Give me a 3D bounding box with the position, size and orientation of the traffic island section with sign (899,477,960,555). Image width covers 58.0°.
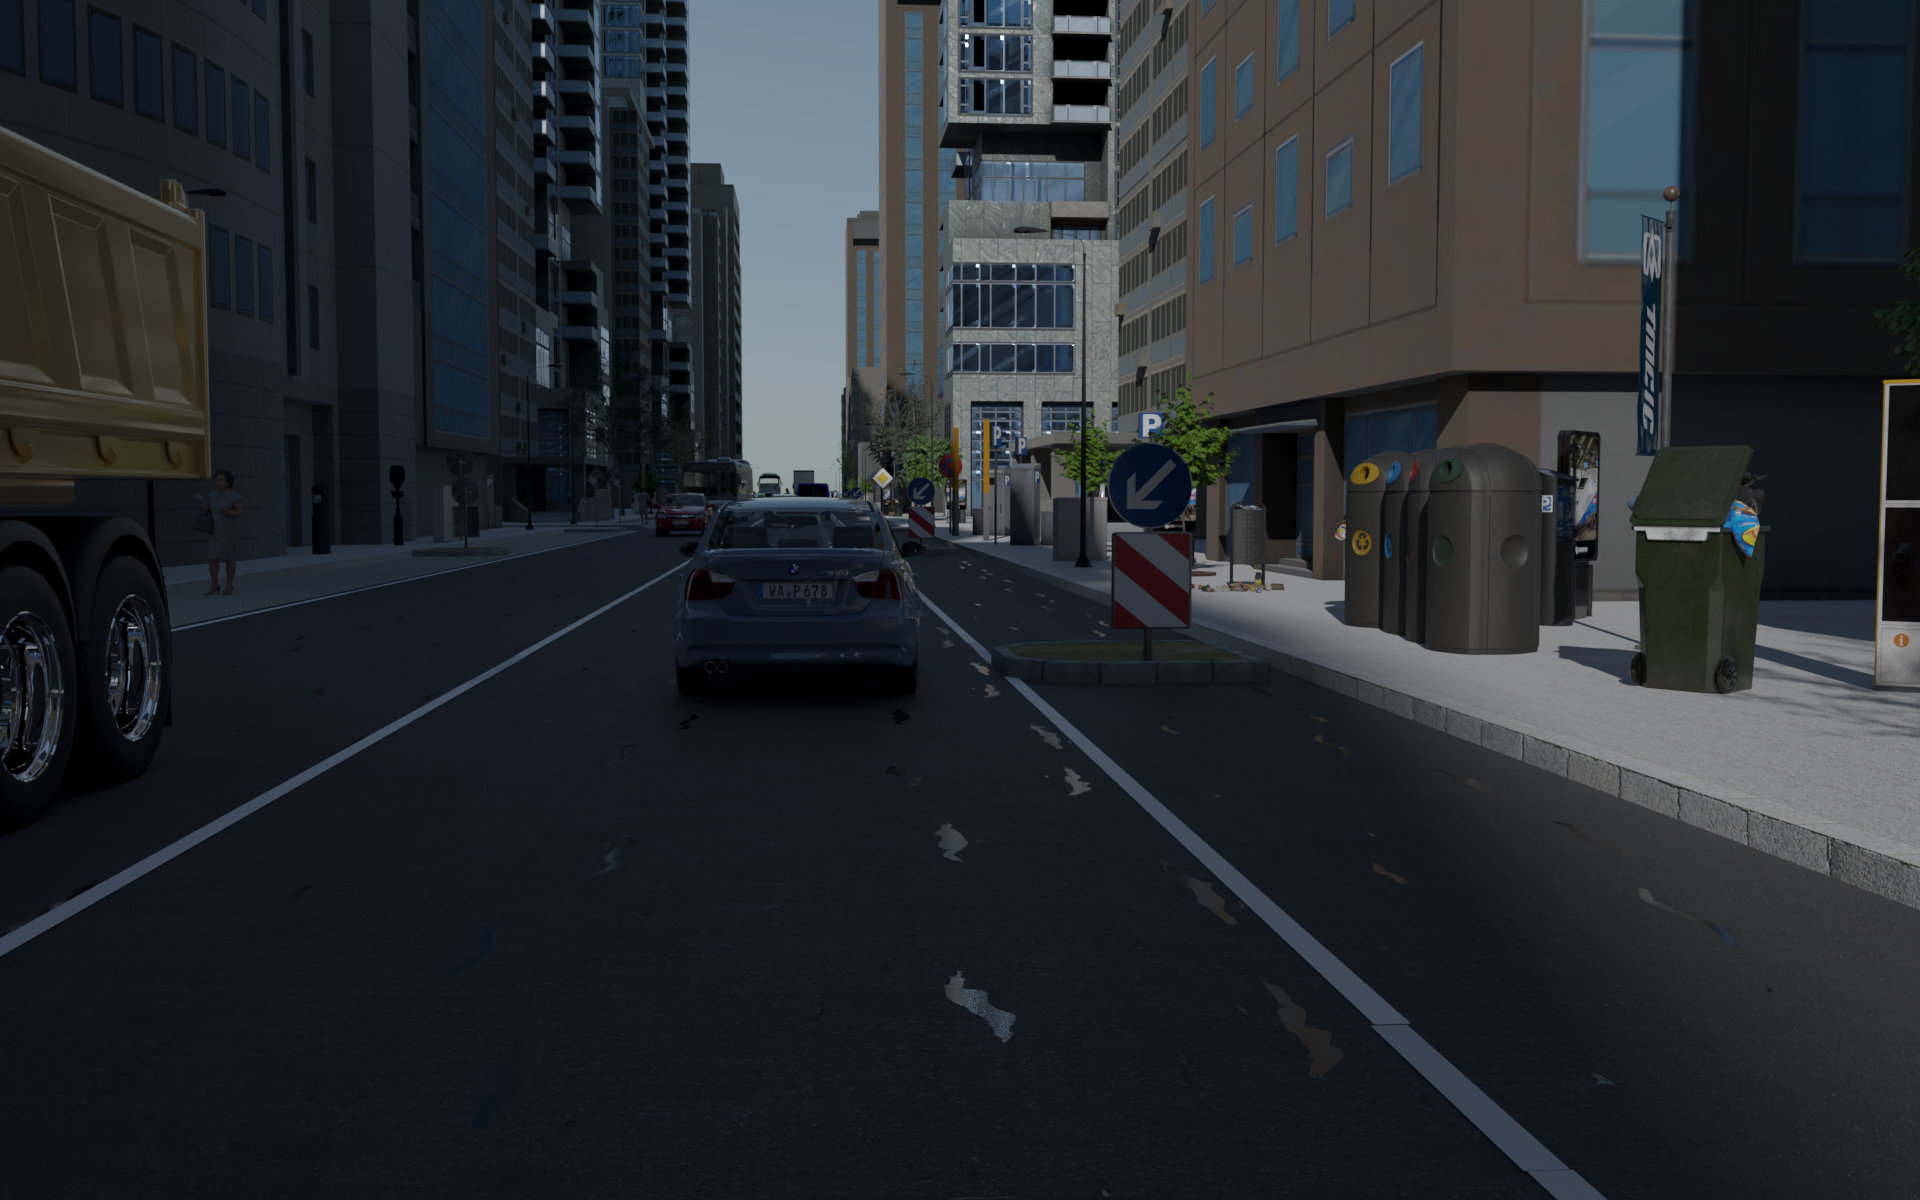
[{"bbox_3d":[-1.081,-2.004,41.392,1.989,1.847,2.006,0,4,-5],"label":"traffic island section with sign"}]

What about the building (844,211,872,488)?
[{"bbox_3d":[-10.936,-38.075,272.632,14.600,45.320,14.200,0,4,-5],"label":"building"}]

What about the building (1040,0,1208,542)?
[{"bbox_3d":[18.194,-22.160,54.198,32.217,40.220,23.993,0,4,-5],"label":"building"}]

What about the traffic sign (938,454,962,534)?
[{"bbox_3d":[-0.308,-3.377,55.321,0.768,2.556,0.104,0,4,-2],"label":"traffic sign"}]

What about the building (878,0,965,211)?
[{"bbox_3d":[0.532,-30.102,142.277,14.600,45.320,14.200,0,4,-5],"label":"building"}]

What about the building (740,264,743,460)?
[{"bbox_3d":[-44.813,-37.590,298.197,14.154,41.232,14.086,0,4,-5],"label":"building"}]

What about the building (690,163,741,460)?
[{"bbox_3d":[-43.531,-38.654,255.694,21.300,48.544,21.600,0,4,-5],"label":"building"}]

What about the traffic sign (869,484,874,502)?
[{"bbox_3d":[-6.047,-7.421,121.444,0.768,2.556,0.104,0,4,-3],"label":"traffic sign"}]

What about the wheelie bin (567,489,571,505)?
[{"bbox_3d":[-22.601,-5.731,101.613,0.980,1.594,0.693,-2,4,-27],"label":"wheelie bin"}]

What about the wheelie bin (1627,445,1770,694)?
[{"bbox_3d":[4.859,-0.215,11.430,0.693,1.594,0.980,-3,4,-38],"label":"wheelie bin"}]

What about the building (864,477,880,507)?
[{"bbox_3d":[6.103,-29.987,182.172,32.217,40.220,23.993,0,4,-5],"label":"building"}]

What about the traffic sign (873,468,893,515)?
[{"bbox_3d":[-2.952,-3.828,66.237,0.795,2.450,0.064,0,4,-5],"label":"traffic sign"}]

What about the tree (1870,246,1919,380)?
[{"bbox_3d":[10.802,-2.041,17.084,4.285,4.588,4.351,0,3,0],"label":"tree"}]

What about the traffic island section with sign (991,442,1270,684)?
[{"bbox_3d":[1.286,-0.330,14.029,1.989,1.847,2.006,0,4,-5],"label":"traffic island section with sign"}]

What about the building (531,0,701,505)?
[{"bbox_3d":[-38.871,-53.324,184.523,22.319,86.520,31.000,0,4,-5],"label":"building"}]

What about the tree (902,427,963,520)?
[{"bbox_3d":[-1.371,-6.203,85.130,4.285,4.588,4.351,0,3,0],"label":"tree"}]

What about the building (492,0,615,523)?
[{"bbox_3d":[-33.904,-23.930,83.137,32.217,40.220,23.993,0,4,-5],"label":"building"}]

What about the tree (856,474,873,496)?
[{"bbox_3d":[-8.585,-10.325,163.415,1.663,3.219,1.824,0,3,0],"label":"tree"}]

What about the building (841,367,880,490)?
[{"bbox_3d":[-6.171,-27.543,295.362,27.650,21.520,28.899,0,4,-5],"label":"building"}]

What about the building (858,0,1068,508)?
[{"bbox_3d":[-0.748,-54.743,207.713,22.319,86.520,31.000,0,4,-5],"label":"building"}]

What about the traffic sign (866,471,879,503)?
[{"bbox_3d":[-3.644,-4.315,74.192,0.795,2.450,0.064,0,4,-5],"label":"traffic sign"}]

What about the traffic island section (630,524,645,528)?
[{"bbox_3d":[-14.423,-3.123,73.340,2.009,0.180,2.903,0,4,-5],"label":"traffic island section"}]

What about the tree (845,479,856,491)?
[{"bbox_3d":[-12.348,-12.545,199.719,1.663,3.219,1.824,0,3,0],"label":"tree"}]

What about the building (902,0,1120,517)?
[{"bbox_3d":[7.391,-48.825,110.956,22.319,86.520,31.000,0,4,-5],"label":"building"}]

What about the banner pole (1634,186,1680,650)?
[{"bbox_3d":[5.625,-1.467,14.007,0.401,3.779,0.863,3,5,41],"label":"banner pole"}]

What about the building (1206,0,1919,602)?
[{"bbox_3d":[11.917,-23.012,26.350,14.600,45.320,14.200,0,4,-5],"label":"building"}]

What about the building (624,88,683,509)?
[{"bbox_3d":[-41.198,-28.506,157.947,32.217,40.220,23.993,0,4,-5],"label":"building"}]

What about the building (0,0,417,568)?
[{"bbox_3d":[-24.264,-29.927,31.310,21.231,58.520,28.212,0,4,-5],"label":"building"}]

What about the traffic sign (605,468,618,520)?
[{"bbox_3d":[-17.192,-5.235,85.700,0.768,2.556,0.104,0,4,-3],"label":"traffic sign"}]

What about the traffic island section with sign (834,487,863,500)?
[{"bbox_3d":[-5.878,-5.372,96.458,1.989,1.847,2.006,0,4,-5],"label":"traffic island section with sign"}]

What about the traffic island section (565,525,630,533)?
[{"bbox_3d":[-13.730,-2.636,65.384,2.009,0.180,2.903,0,4,-5],"label":"traffic island section"}]

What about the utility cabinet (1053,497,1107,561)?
[{"bbox_3d":[2.310,-1.360,33.398,1.020,1.237,0.306,-1,4,-16],"label":"utility cabinet"}]

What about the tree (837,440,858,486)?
[{"bbox_3d":[-14.622,-17.233,232.129,4.737,8.622,4.395,0,3,0],"label":"tree"}]

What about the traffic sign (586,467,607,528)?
[{"bbox_3d":[-13.708,-3.773,65.325,0.795,2.450,0.064,0,4,-5],"label":"traffic sign"}]

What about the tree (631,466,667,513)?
[{"bbox_3d":[-20.826,-7.473,116.785,1.663,3.219,1.824,0,3,0],"label":"tree"}]

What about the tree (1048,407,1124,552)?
[{"bbox_3d":[3.012,-2.683,38.467,1.663,3.219,1.824,0,3,0],"label":"tree"}]

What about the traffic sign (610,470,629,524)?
[{"bbox_3d":[-14.400,-4.259,73.280,0.795,2.450,0.064,0,4,-5],"label":"traffic sign"}]

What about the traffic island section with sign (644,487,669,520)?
[{"bbox_3d":[-16.385,-5.325,95.683,1.989,1.847,2.006,0,4,-5],"label":"traffic island section with sign"}]

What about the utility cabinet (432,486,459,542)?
[{"bbox_3d":[-13.764,-2.302,46.319,0.318,1.500,1.173,0,4,3],"label":"utility cabinet"}]

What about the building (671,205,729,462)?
[{"bbox_3d":[-39.176,-33.908,237.989,14.154,41.232,14.086,0,4,-5],"label":"building"}]

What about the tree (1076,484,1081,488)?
[{"bbox_3d":[7.420,-6.720,93.589,4.285,4.588,4.351,0,3,0],"label":"tree"}]

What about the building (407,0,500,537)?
[{"bbox_3d":[-23.199,-24.717,54.239,14.200,45.320,14.600,0,4,-5],"label":"building"}]

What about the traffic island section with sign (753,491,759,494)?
[{"bbox_3d":[-32.600,-16.722,282.036,1.989,1.847,2.006,0,4,-5],"label":"traffic island section with sign"}]

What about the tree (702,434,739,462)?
[{"bbox_3d":[-28.554,-15.761,208.057,4.360,8.622,3.978,0,3,0],"label":"tree"}]

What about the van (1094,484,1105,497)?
[{"bbox_3d":[7.593,-3.976,72.011,4.112,2.044,2.013,0,4,-5],"label":"van"}]

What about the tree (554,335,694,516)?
[{"bbox_3d":[-19.682,-10.199,101.174,8.767,10.594,7.601,0,4,-2],"label":"tree"}]

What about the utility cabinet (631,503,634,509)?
[{"bbox_3d":[-27.142,-8.228,145.682,1.020,1.237,0.306,1,4,12],"label":"utility cabinet"}]

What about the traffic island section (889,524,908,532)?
[{"bbox_3d":[-2.929,-2.693,66.316,2.009,0.180,2.903,0,4,-5],"label":"traffic island section"}]

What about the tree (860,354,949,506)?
[{"bbox_3d":[-2.667,-8.566,90.416,4.360,8.622,3.978,0,3,0],"label":"tree"}]

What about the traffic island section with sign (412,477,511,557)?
[{"bbox_3d":[-11.566,-1.943,40.391,1.989,1.847,2.006,0,4,-5],"label":"traffic island section with sign"}]

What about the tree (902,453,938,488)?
[{"bbox_3d":[-1.789,-5.294,81.150,1.663,3.219,1.824,0,3,0],"label":"tree"}]

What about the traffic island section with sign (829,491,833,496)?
[{"bbox_3d":[-8.213,-7.014,123.313,1.989,1.847,2.006,0,4,-5],"label":"traffic island section with sign"}]

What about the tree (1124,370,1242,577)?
[{"bbox_3d":[3.544,-1.990,27.138,1.663,3.219,1.824,0,3,0],"label":"tree"}]

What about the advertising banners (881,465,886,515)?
[{"bbox_3d":[-4.636,-6.665,105.167,0.090,3.025,2.074,0,4,4],"label":"advertising banners"}]

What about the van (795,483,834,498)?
[{"bbox_3d":[-8.216,-5.681,97.275,2.240,2.365,5.245,0,4,-4],"label":"van"}]

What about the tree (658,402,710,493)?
[{"bbox_3d":[-22.064,-11.362,136.137,4.737,8.622,4.395,0,3,0],"label":"tree"}]

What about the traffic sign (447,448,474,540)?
[{"bbox_3d":[-13.936,-2.949,48.326,0.768,2.556,0.104,0,4,-1],"label":"traffic sign"}]
